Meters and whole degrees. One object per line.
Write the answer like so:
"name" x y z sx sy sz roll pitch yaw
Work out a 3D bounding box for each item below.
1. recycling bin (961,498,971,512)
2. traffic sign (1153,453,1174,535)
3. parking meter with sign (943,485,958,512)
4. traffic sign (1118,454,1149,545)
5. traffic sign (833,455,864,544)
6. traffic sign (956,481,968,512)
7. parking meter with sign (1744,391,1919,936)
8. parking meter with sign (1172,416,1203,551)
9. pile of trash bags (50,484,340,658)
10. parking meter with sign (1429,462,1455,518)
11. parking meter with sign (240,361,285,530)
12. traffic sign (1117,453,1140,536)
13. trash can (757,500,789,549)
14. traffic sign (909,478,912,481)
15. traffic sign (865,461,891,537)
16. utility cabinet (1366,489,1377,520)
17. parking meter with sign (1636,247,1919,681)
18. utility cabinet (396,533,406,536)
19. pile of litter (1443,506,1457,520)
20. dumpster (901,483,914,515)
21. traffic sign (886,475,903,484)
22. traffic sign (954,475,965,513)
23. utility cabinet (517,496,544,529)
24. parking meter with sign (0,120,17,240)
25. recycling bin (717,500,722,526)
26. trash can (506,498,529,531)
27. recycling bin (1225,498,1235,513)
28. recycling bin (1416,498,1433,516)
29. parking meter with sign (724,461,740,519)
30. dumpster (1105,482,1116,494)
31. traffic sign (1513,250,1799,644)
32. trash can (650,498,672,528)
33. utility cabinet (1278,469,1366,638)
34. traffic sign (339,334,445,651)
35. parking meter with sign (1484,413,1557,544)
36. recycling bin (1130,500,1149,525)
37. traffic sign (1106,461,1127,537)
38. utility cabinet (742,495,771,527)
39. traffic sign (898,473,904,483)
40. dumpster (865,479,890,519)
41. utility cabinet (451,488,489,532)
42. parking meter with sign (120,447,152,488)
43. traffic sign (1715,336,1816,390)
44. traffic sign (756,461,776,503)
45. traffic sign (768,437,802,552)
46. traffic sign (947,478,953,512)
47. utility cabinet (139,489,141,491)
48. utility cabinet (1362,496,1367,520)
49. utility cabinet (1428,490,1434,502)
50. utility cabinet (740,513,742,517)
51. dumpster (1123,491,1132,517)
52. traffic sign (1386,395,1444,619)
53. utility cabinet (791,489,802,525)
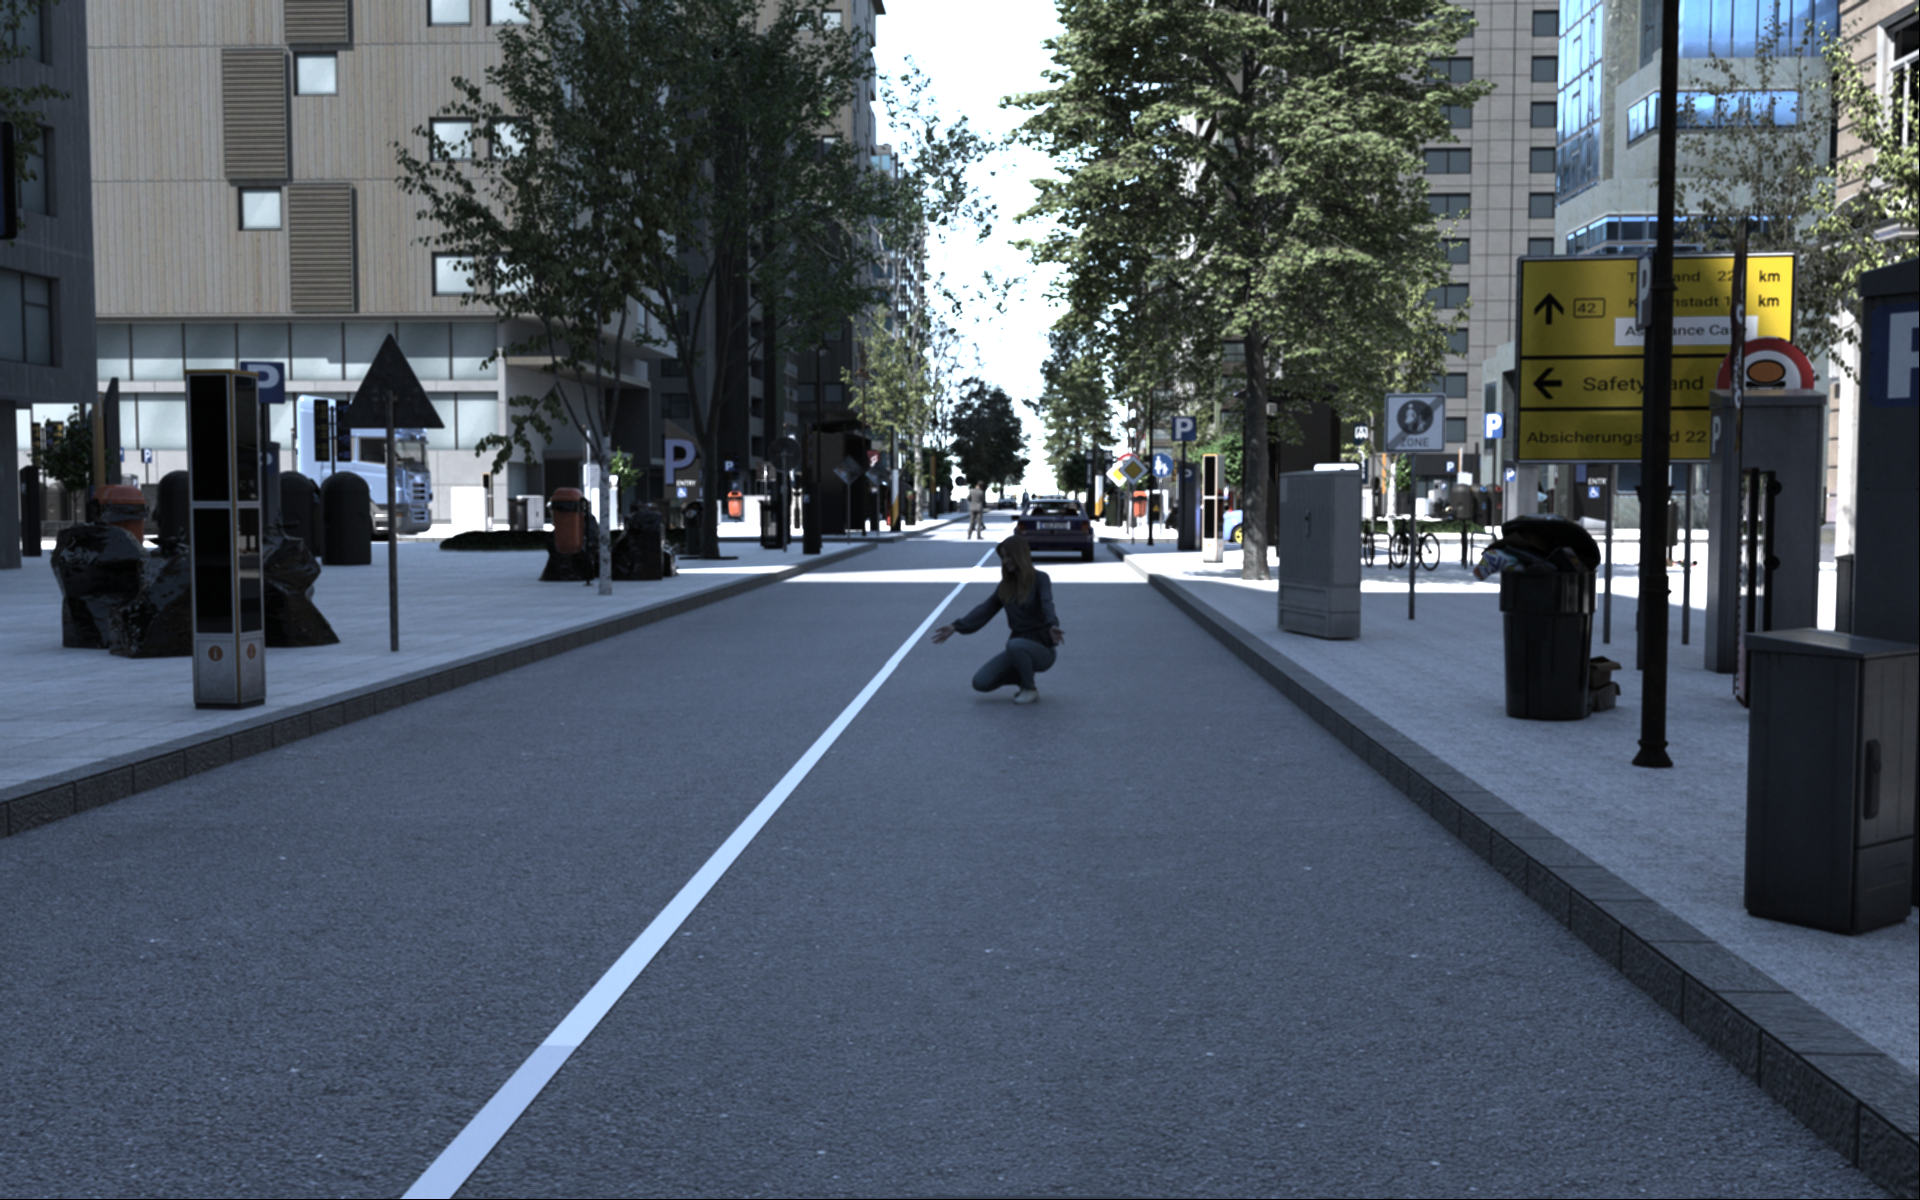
"recycling bin" 0.528 -6.683 121.825 0.722 1.027 0.722 3 5 40
"traffic sign" 6.264 -3.291 53.920 0.768 2.556 0.104 1 4 8
"parking meter with sign" -1.010 -7.877 125.047 1.738 3.016 0.543 -2 4 -34
"traffic sign" 4.391 -2.465 43.940 0.795 2.450 0.064 0 4 3
"traffic sign" -2.844 -2.487 44.298 0.795 2.450 0.064 0 4 3
"traffic sign" 0.151 -7.403 121.037 0.884 2.594 0.081 1 4 9
"parking meter with sign" 3.197 -0.566 5.523 1.738 3.016 0.543 -2 4 -35
"parking meter with sign" 5.286 -2.657 39.708 0.543 3.016 1.738 1 4 18
"pile of trash bags" -6.938 -0.332 15.187 1.912 1.369 3.447 -3 5 -43
"parking meter with sign" 26.029 -5.966 93.808 0.543 3.016 1.738 -1 4 -19
"parking meter with sign" -9.490 -1.677 23.674 0.543 3.016 1.738 -1 4 -21
"traffic sign" 5.194 -3.257 53.355 0.768 2.556 0.104 0 4 6
"trash can" -4.375 -1.769 40.584 0.748 1.137 0.748 0 3 0
"traffic sign" -2.781 -6.476 105.991 0.768 2.556 0.104 1 4 9
"traffic sign" -2.471 -2.974 52.274 0.795 2.450 0.064 0 4 3
"utility cabinet" 18.515 -4.330 79.472 1.173 1.500 0.318 1 4 8
"parking meter with sign" 5.780 -0.987 12.392 1.738 3.016 0.543 1 4 10
"utility cabinet" -17.350 -2.692 52.687 1.173 1.500 0.318 2 4 35
"pile of litter" 17.641 -2.898 61.341 1.719 0.858 1.176 -3 5 -44
"dumpster" -3.038 -5.110 89.311 1.264 1.857 1.865 0 4 3
"traffic sign" -3.339 -5.381 87.983 0.884 2.594 0.081 0 4 6
"traffic sign" -0.017 -7.216 118.085 0.768 2.556 0.104 1 4 12
"utility cabinet" -15.518 -3.147 62.622 0.306 1.237 1.020 2 4 35
"parking meter with sign" -4.839 -0.680 7.380 0.543 3.016 1.738 1 4 10
"recycling bin" -10.021 -3.489 69.606 0.722 1.027 0.722 -1 4 -23
"trash can" -14.776 -2.830 57.932 0.748 1.137 0.748 0 3 0
"recycling bin" 17.420 -6.112 112.487 0.722 1.027 0.722 3 5 39
"recycling bin" 26.783 -5.348 100.000 0.722 1.027 0.722 -2 4 -31
"parking meter with sign" -11.775 -5.727 89.894 0.543 3.016 1.738 -1 4 -22
"dumpster" 7.894 -5.042 84.924 1.502 2.255 1.985 0 4 3
"traffic sign" 5.873 -1.275 14.722 2.265 3.308 0.079 1 4 9
"trash can" -9.718 -2.729 56.272 0.748 1.137 0.748 0 3 0
"utility cabinet" 3.240 -0.430 15.702 0.318 1.500 1.173 -1 4 -12
"traffic sign" -4.618 -0.861 14.076 0.884 2.594 0.081 0 4 6
"parking meter with sign" 12.220 -2.532 37.656 1.738 3.016 0.543 -2 4 -28
"recycling bin" 7.434 -3.629 71.896 0.722 1.027 0.722 1 4 13
"traffic sign" 4.764 -2.953 51.917 0.795 2.450 0.064 0 4 3
"utility cabinet" -7.914 -3.456 67.667 1.020 1.237 0.306 0 4 -5
"traffic sign" -3.429 -5.713 93.410 0.884 2.594 0.081 1 4 9
"dumpster" -4.397 -5.366 90.228 1.502 2.255 1.985 0 4 3
"utility cabinet" -16.541 -3.046 58.480 1.173 1.500 0.318 0 4 8
"parking meter with sign" -32.000 -4.299 66.545 1.738 3.016 0.543 0 4 6
"traffic sign" 6.511 -0.855 14.087 0.768 2.556 0.104 0 4 8
"traffic sign" -6.081 -3.191 54.303 0.606 2.300 0.079 0 4 3
"traffic sign" -3.887 -2.343 38.413 0.768 2.556 0.104 1 4 9
"traffic sign" -0.857 -7.502 122.762 0.768 2.556 0.104 0 4 5
"utility cabinet" -32.861 -3.720 69.501 0.318 1.500 1.173 1 4 22
"utility cabinet" 13.489 -2.971 59.744 1.020 1.237 0.306 0 4 -8
"utility cabinet" 28.332 -5.779 103.163 0.318 1.500 1.173 -1 4 -16
"utility cabinet" -12.545 -5.255 97.085 1.020 1.237 0.306 2 4 31
"dumpster" 7.753 -4.599 80.948 1.264 1.857 1.865 0 4 3
"traffic sign" 4.623 -0.950 17.666 0.606 2.300 0.079 0 4 7
"utility cabinet" -6.906 -3.849 71.614 1.173 1.500 0.318 0 4 7
